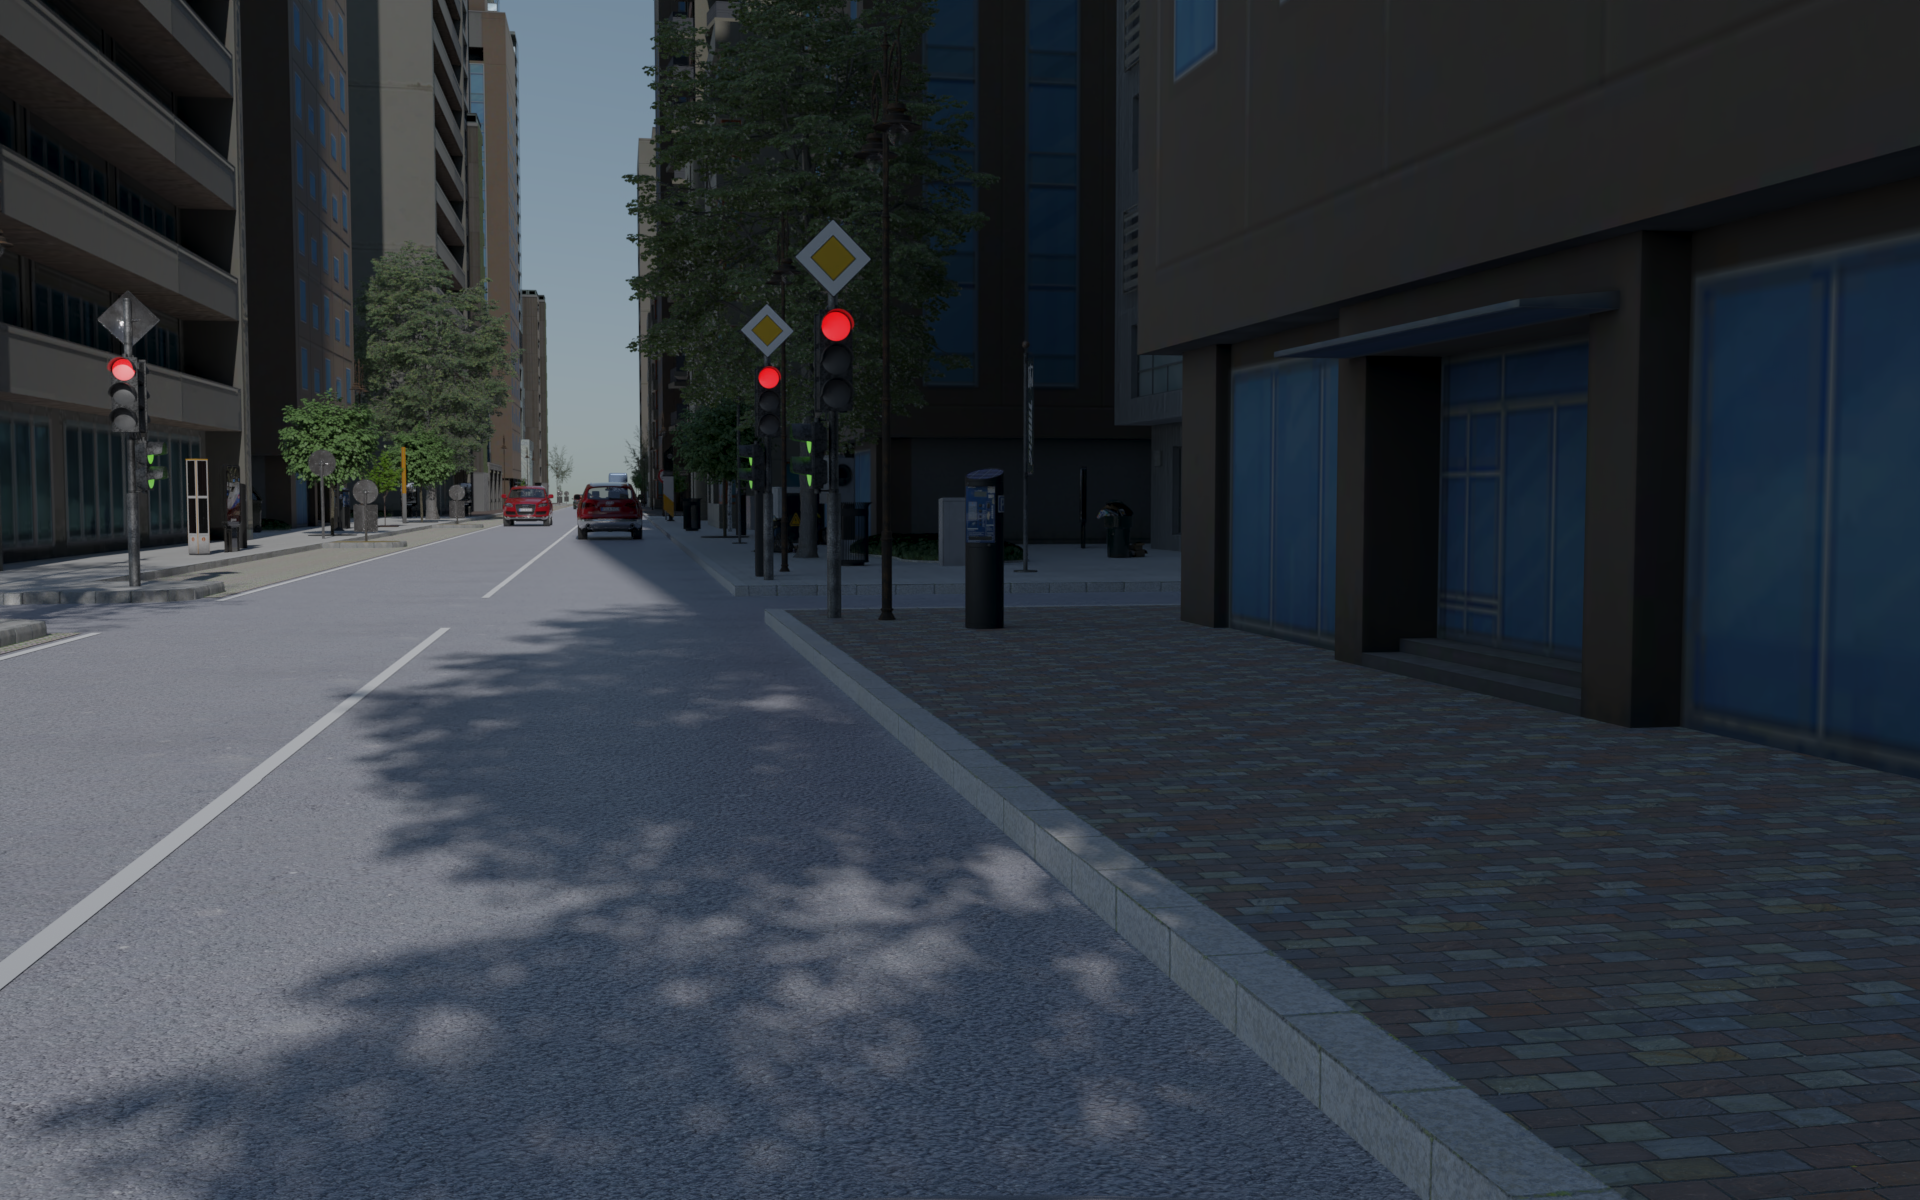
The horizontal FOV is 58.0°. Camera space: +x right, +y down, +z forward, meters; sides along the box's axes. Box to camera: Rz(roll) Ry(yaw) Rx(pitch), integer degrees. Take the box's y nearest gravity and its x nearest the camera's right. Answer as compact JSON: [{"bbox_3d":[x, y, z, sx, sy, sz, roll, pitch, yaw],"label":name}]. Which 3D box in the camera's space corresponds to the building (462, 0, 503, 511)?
[{"bbox_3d":[-48.254,-42.893,139.551,20.563,71.187,20.611,-1,4,-11],"label":"building"}]

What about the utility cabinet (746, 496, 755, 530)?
[{"bbox_3d":[-7.562,-3.142,62.532,0.306,1.237,1.020,-1,4,-23],"label":"utility cabinet"}]

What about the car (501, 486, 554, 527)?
[{"bbox_3d":[-19.474,-4.249,78.140,2.281,1.827,5.304,-1,4,-11],"label":"car"}]

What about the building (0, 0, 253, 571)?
[{"bbox_3d":[-28.242,-25.140,34.744,21.300,48.544,21.600,-1,4,-11],"label":"building"}]

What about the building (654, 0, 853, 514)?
[{"bbox_3d":[-17.038,-29.845,138.079,14.600,45.320,14.200,-1,4,-11],"label":"building"}]

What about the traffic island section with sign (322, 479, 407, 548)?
[{"bbox_3d":[-15.920,-2.311,46.409,1.989,1.847,2.006,-1,4,-11],"label":"traffic island section with sign"}]

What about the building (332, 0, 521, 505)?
[{"bbox_3d":[-47.866,-31.075,158.181,14.600,45.320,14.200,-1,4,-11],"label":"building"}]

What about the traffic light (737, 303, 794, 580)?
[{"bbox_3d":[-2.869,-2.249,25.689,0.839,4.253,0.868,-1,4,-11],"label":"traffic light"}]

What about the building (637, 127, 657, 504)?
[{"bbox_3d":[-31.100,-36.870,226.531,21.300,48.544,21.600,-1,4,-11],"label":"building"}]

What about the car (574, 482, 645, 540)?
[{"bbox_3d":[-11.362,-2.903,56.139,2.281,1.827,5.304,-1,4,-12],"label":"car"}]

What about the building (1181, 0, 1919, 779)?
[{"bbox_3d":[9.956,-22.065,10.866,14.600,45.320,14.200,-1,4,-11],"label":"building"}]

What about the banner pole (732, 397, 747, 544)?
[{"bbox_3d":[-5.750,-3.360,44.955,0.401,3.779,0.863,-1,4,-12],"label":"banner pole"}]

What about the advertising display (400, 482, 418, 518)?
[{"bbox_3d":[-29.991,-5.445,94.246,0.974,1.923,0.123,1,4,13],"label":"advertising display"}]

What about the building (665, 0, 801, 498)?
[{"bbox_3d":[-8.561,-28.319,117.635,22.147,44.769,28.867,-1,4,-11],"label":"building"}]

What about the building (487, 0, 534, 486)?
[{"bbox_3d":[-64.880,-55.227,215.636,22.319,86.520,31.000,-1,4,-11],"label":"building"}]

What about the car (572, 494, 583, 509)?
[{"bbox_3d":[-35.539,-9.378,163.123,2.009,1.686,4.222,-1,4,-11],"label":"car"}]

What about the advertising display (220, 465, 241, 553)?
[{"bbox_3d":[-16.122,-2.025,38.317,0.123,1.923,0.974,0,4,-5],"label":"advertising display"}]

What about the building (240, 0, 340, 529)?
[{"bbox_3d":[-32.276,-25.533,67.574,14.600,45.320,14.200,-1,4,-11],"label":"building"}]

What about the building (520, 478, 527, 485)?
[{"bbox_3d":[-64.421,-30.415,189.167,32.217,40.220,23.993,-1,4,-11],"label":"building"}]

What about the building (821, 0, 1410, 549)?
[{"bbox_3d":[3.038,-24.448,49.835,14.600,45.320,14.200,-1,4,-11],"label":"building"}]

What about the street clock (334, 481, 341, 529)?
[{"bbox_3d":[-22.632,-3.564,62.837,0.471,2.002,0.358,1,4,12],"label":"street clock"}]

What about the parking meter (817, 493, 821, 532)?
[{"bbox_3d":[-4.020,-2.413,47.861,0.372,1.533,0.369,0,3,0],"label":"parking meter"}]

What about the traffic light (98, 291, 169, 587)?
[{"bbox_3d":[-11.462,-2.145,23.984,0.839,4.253,0.868,-1,4,-11],"label":"traffic light"}]

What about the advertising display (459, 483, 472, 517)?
[{"bbox_3d":[-27.797,-5.636,97.361,0.123,1.923,0.974,2,4,23],"label":"advertising display"}]

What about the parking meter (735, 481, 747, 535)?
[{"bbox_3d":[-6.794,-2.936,53.712,0.255,1.863,0.399,-2,4,-24],"label":"parking meter"}]

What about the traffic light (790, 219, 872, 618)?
[{"bbox_3d":[-1.323,-1.770,17.855,0.839,4.253,0.868,-1,4,-11],"label":"traffic light"}]

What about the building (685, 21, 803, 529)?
[{"bbox_3d":[1.847,-14.394,80.388,27.650,21.520,28.899,-1,4,-11],"label":"building"}]

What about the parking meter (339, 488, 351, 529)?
[{"bbox_3d":[-22.696,-3.393,63.887,0.372,1.533,0.369,0,3,0],"label":"parking meter"}]

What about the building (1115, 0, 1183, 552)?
[{"bbox_3d":[11.662,-21.425,33.900,14.086,41.232,14.154,-1,4,-11],"label":"building"}]

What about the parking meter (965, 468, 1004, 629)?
[{"bbox_3d":[0.236,-0.499,16.576,0.372,1.533,0.369,0,3,0],"label":"parking meter"}]

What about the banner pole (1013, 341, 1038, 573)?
[{"bbox_3d":[1.112,-2.331,28.130,0.401,3.779,0.863,-1,4,-9],"label":"banner pole"}]

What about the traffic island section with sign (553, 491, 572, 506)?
[{"bbox_3d":[-46.878,-11.905,203.272,1.989,1.847,2.006,-1,4,-11],"label":"traffic island section with sign"}]

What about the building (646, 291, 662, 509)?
[{"bbox_3d":[-14.966,-19.385,161.986,27.650,21.520,28.899,-1,4,-11],"label":"building"}]

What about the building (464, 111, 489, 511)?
[{"bbox_3d":[-41.837,-21.572,124.396,14.160,30.474,14.107,-1,4,-11],"label":"building"}]

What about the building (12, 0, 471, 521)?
[{"bbox_3d":[-41.976,-29.441,105.067,21.300,48.544,21.600,-1,4,-11],"label":"building"}]

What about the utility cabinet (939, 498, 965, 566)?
[{"bbox_3d":[0.141,-1.219,31.094,1.020,1.237,0.306,-1,4,-16],"label":"utility cabinet"}]

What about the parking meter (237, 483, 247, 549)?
[{"bbox_3d":[-17.035,-1.985,40.870,0.372,1.533,0.369,0,3,0],"label":"parking meter"}]

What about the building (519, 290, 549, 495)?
[{"bbox_3d":[-64.713,-28.662,240.323,14.160,30.474,14.107,-1,4,-11],"label":"building"}]

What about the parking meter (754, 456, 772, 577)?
[{"bbox_3d":[-3.064,-1.301,26.989,0.255,1.863,0.399,-1,4,-10],"label":"parking meter"}]

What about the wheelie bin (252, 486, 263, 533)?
[{"bbox_3d":[-23.577,-3.035,57.530,0.693,1.594,0.980,-2,4,-35],"label":"wheelie bin"}]

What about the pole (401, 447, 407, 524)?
[{"bbox_3d":[-24.209,-4.987,75.382,0.158,3.312,0.155,0,3,0],"label":"pole"}]

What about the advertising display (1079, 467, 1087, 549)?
[{"bbox_3d":[2.917,-2.194,41.081,0.123,1.923,0.974,0,4,1],"label":"advertising display"}]

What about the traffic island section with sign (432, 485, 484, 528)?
[{"bbox_3d":[-21.159,-3.938,73.007,1.989,1.847,2.006,-1,4,-11],"label":"traffic island section with sign"}]
